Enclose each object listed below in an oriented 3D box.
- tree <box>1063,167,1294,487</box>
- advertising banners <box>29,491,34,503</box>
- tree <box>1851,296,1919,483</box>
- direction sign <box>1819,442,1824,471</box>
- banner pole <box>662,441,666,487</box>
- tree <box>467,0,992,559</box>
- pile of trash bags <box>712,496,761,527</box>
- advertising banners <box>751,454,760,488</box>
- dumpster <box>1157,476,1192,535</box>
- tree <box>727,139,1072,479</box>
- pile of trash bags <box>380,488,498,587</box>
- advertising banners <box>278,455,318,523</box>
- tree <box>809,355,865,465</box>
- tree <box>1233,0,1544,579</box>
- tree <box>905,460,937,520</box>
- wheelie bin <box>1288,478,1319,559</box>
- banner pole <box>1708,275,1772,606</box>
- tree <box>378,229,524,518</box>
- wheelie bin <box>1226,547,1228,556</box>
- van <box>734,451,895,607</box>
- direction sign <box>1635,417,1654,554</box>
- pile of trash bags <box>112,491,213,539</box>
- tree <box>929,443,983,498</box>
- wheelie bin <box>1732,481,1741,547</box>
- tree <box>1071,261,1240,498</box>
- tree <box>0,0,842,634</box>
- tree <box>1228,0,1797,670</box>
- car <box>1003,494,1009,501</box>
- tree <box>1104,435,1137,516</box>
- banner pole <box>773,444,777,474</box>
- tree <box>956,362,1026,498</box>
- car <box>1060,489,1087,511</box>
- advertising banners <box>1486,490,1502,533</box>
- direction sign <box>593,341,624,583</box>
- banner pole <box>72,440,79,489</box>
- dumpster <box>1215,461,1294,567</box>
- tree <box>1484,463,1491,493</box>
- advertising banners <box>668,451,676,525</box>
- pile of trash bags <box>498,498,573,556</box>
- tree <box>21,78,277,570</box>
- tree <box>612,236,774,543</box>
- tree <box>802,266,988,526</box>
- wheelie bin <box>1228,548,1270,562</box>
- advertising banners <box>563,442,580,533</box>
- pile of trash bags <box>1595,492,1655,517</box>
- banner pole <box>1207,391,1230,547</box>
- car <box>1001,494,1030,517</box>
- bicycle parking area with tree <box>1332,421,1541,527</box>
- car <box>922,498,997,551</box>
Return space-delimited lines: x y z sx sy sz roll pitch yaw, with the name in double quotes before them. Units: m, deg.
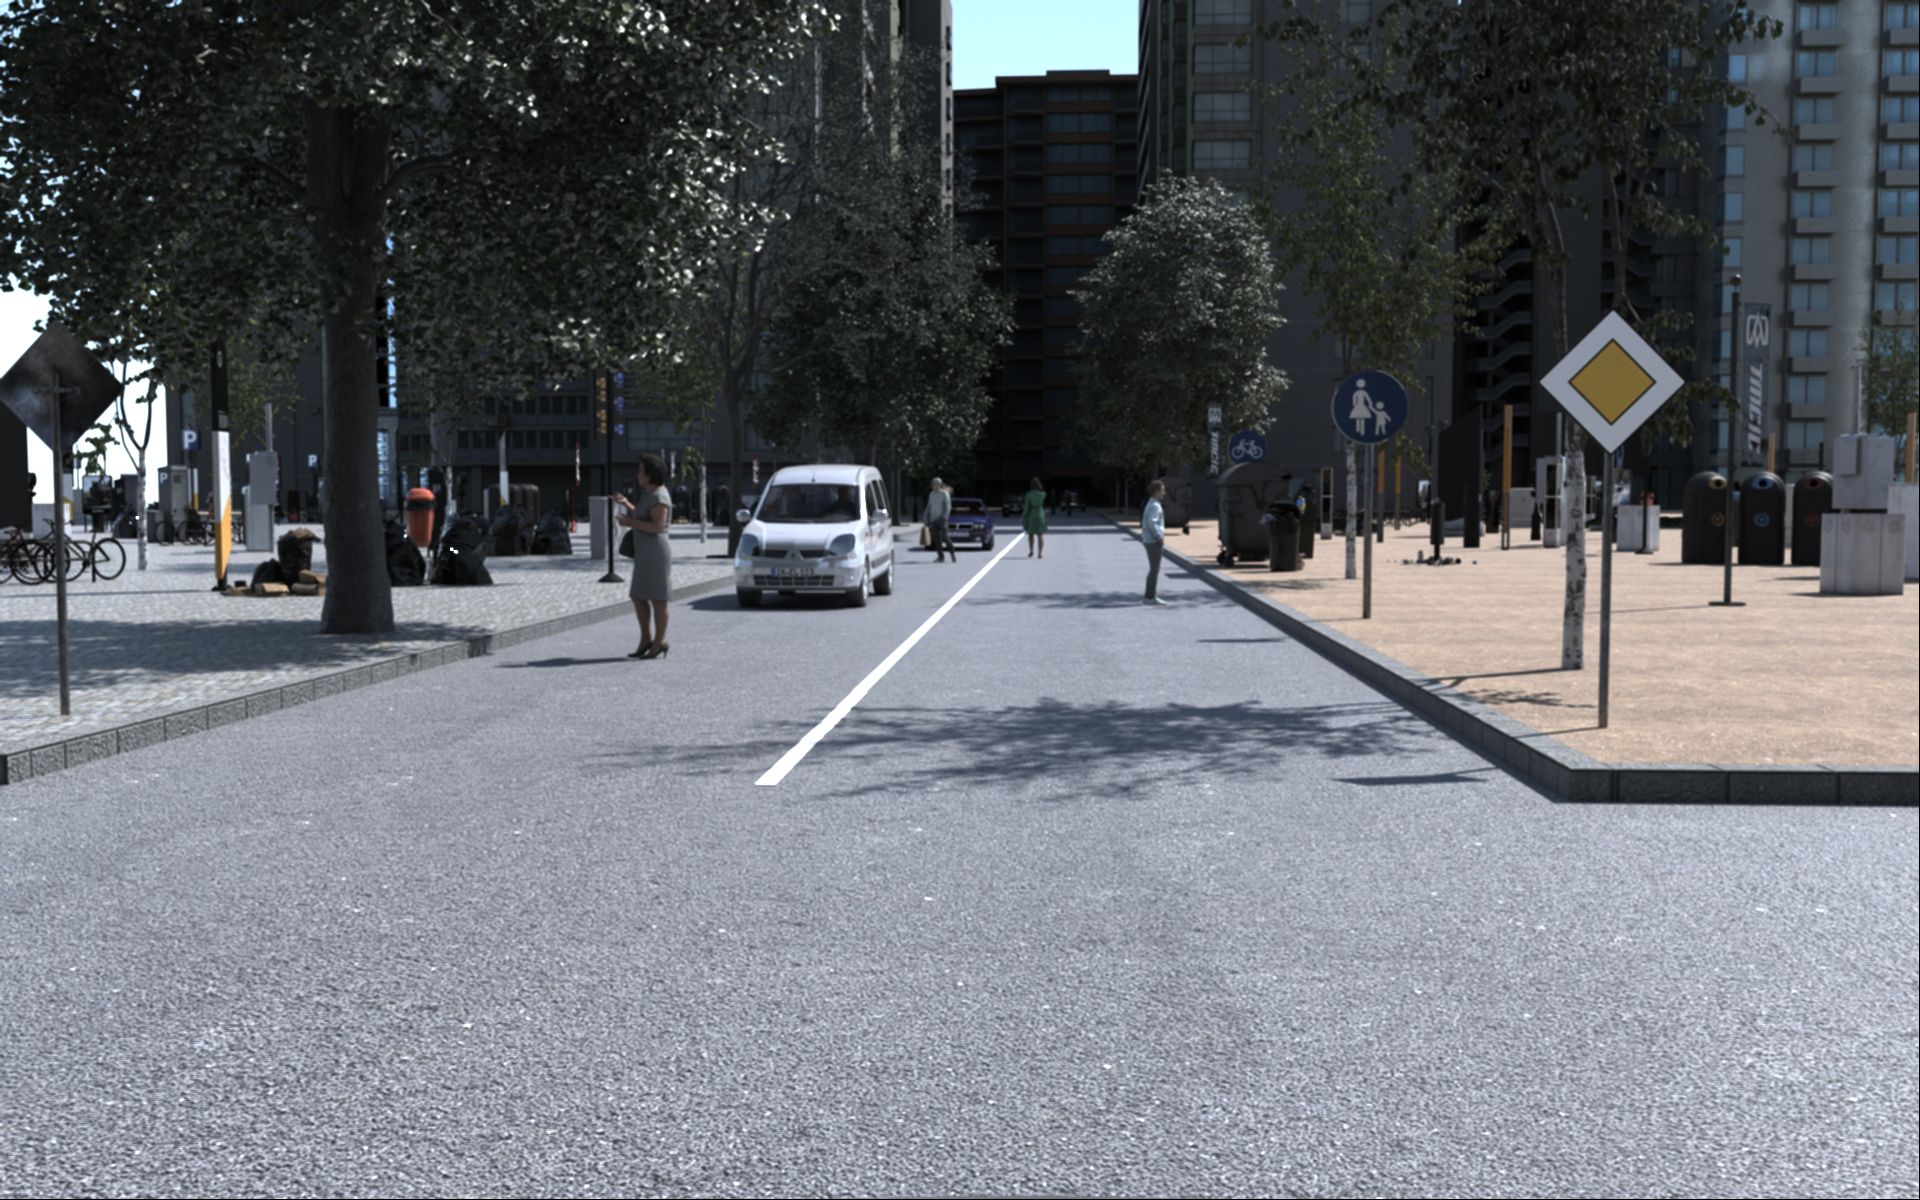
"tree" 8.775 -9.946 69.272 9.857 13.997 8.962 0 3 0
"advertising banners" -38.853 -4.545 70.499 0.090 3.025 2.074 3 5 43
"tree" 35.524 -7.025 65.215 4.737 8.622 4.395 0 3 0
"direction sign" 37.897 -5.156 76.290 0.379 3.537 0.876 1 4 18
"banner pole" -14.107 -5.663 82.605 0.401 3.779 0.863 -2 4 -24
"tree" -4.472 -7.580 34.299 12.009 13.543 11.850 0 3 0
"pile of trash bags" -8.261 -3.579 68.263 1.912 1.369 3.447 -3 5 -39
"advertising banners" -8.479 -4.935 76.876 0.090 3.025 2.074 3 5 43
"dumpster" 6.722 -3.011 54.989 1.264 1.857 1.865 0 4 4
"tree" -2.873 -8.454 55.225 9.611 12.733 9.660 0 3 0
"pile of trash bags" -7.975 -0.968 25.582 1.912 1.369 3.447 -1 4 -19
"advertising banners" -29.998 -5.004 78.009 2.074 3.025 0.090 -1 4 -13
"tree" -5.214 -7.964 80.567 4.737 8.622 4.395 0 3 0
"tree" 6.117 -4.618 25.873 4.737 8.622 4.395 0 3 0
"tree" -1.999 -5.659 87.126 1.663 3.219 1.824 0 3 0
"wheelie bin" 6.719 -1.630 34.567 0.693 1.594 0.980 -1 4 -21
"banner pole" 9.068 -1.834 19.997 0.863 3.779 0.401 -2 4 -27
"tree" -14.051 -5.948 47.609 4.360 8.622 3.978 0 3 0
"wheelie bin" 5.801 -1.703 35.744 0.980 1.594 0.693 -1 4 -14
"van" -1.896 -0.999 23.346 2.013 2.044 4.112 0 4 5
"direction sign" 14.654 -2.752 36.990 0.379 3.537 0.876 1 4 8
"pile of trash bags" -23.135 -2.538 51.250 1.912 1.369 3.447 2 4 27
"tree" -0.223 -7.183 101.149 4.285 4.588 4.351 0 3 0
"wheelie bin" 18.623 -2.089 42.070 0.693 1.594 0.980 -3 4 -39
"tree" 9.285 -10.176 83.378 9.611 12.733 9.660 0 3 0
"tree" -5.523 -6.675 15.793 9.857 13.997 8.962 0 3 0
"tree" 4.303 -3.790 12.327 4.360 8.622 3.978 0 3 0
"car" 4.075 -7.167 127.398 2.015 1.641 3.980 0 4 2
"tree" 9.515 -9.193 100.670 4.737 8.622 4.395 0 3 0
"banner pole" -6.824 -4.516 63.861 0.401 3.779 0.863 0 4 3
"tree" 1.116 -11.303 119.214 7.601 10.594 8.767 0 4 8
"car" 9.450 -8.315 144.626 2.281 1.827 5.304 0 4 4
"advertising banners" 16.691 -3.682 56.396 2.074 3.025 0.090 -1 4 -11
"direction sign" -5.087 -2.028 25.159 0.379 3.537 0.876 1 4 16
"banner pole" -40.536 -5.449 79.112 0.863 3.779 0.401 -2 4 -35
"dumpster" 5.252 -1.537 30.889 1.264 1.857 1.865 0 4 3
"tree" 22.781 -4.996 76.286 1.663 3.219 1.824 0 3 0
"advertising banners" -12.139 -4.601 71.418 0.090 3.025 2.074 -2 4 -35
"pile of trash bags" -9.929 -1.611 36.095 1.912 1.369 3.447 3 5 43
"tree" -13.770 -4.823 29.215 4.737 8.622 4.395 0 3 0
"tree" -6.995 -5.808 45.316 4.737 8.622 4.395 0 3 0
"tree" -2.678 -8.754 68.884 9.928 11.665 9.643 0 3 0
"wheelie bin" 5.590 -1.540 33.084 0.693 1.594 0.980 1 4 18
"advertising banners" -12.876 -3.753 57.548 0.090 3.025 2.074 0 4 2
"pile of trash bags" 28.549 -4.013 75.369 3.447 1.369 1.912 0 4 -8
"banner pole" 6.285 -3.176 41.950 0.863 3.779 0.401 -2 4 -32
"car" 3.588 -6.051 108.726 2.009 1.686 4.222 0 4 5
"bicycle parking area with tree" 19.275 -5.124 70.783 9.016 4.147 8.231 1 4 23
"car" 0.008 -1.990 45.121 1.945 1.354 3.894 0 4 2
